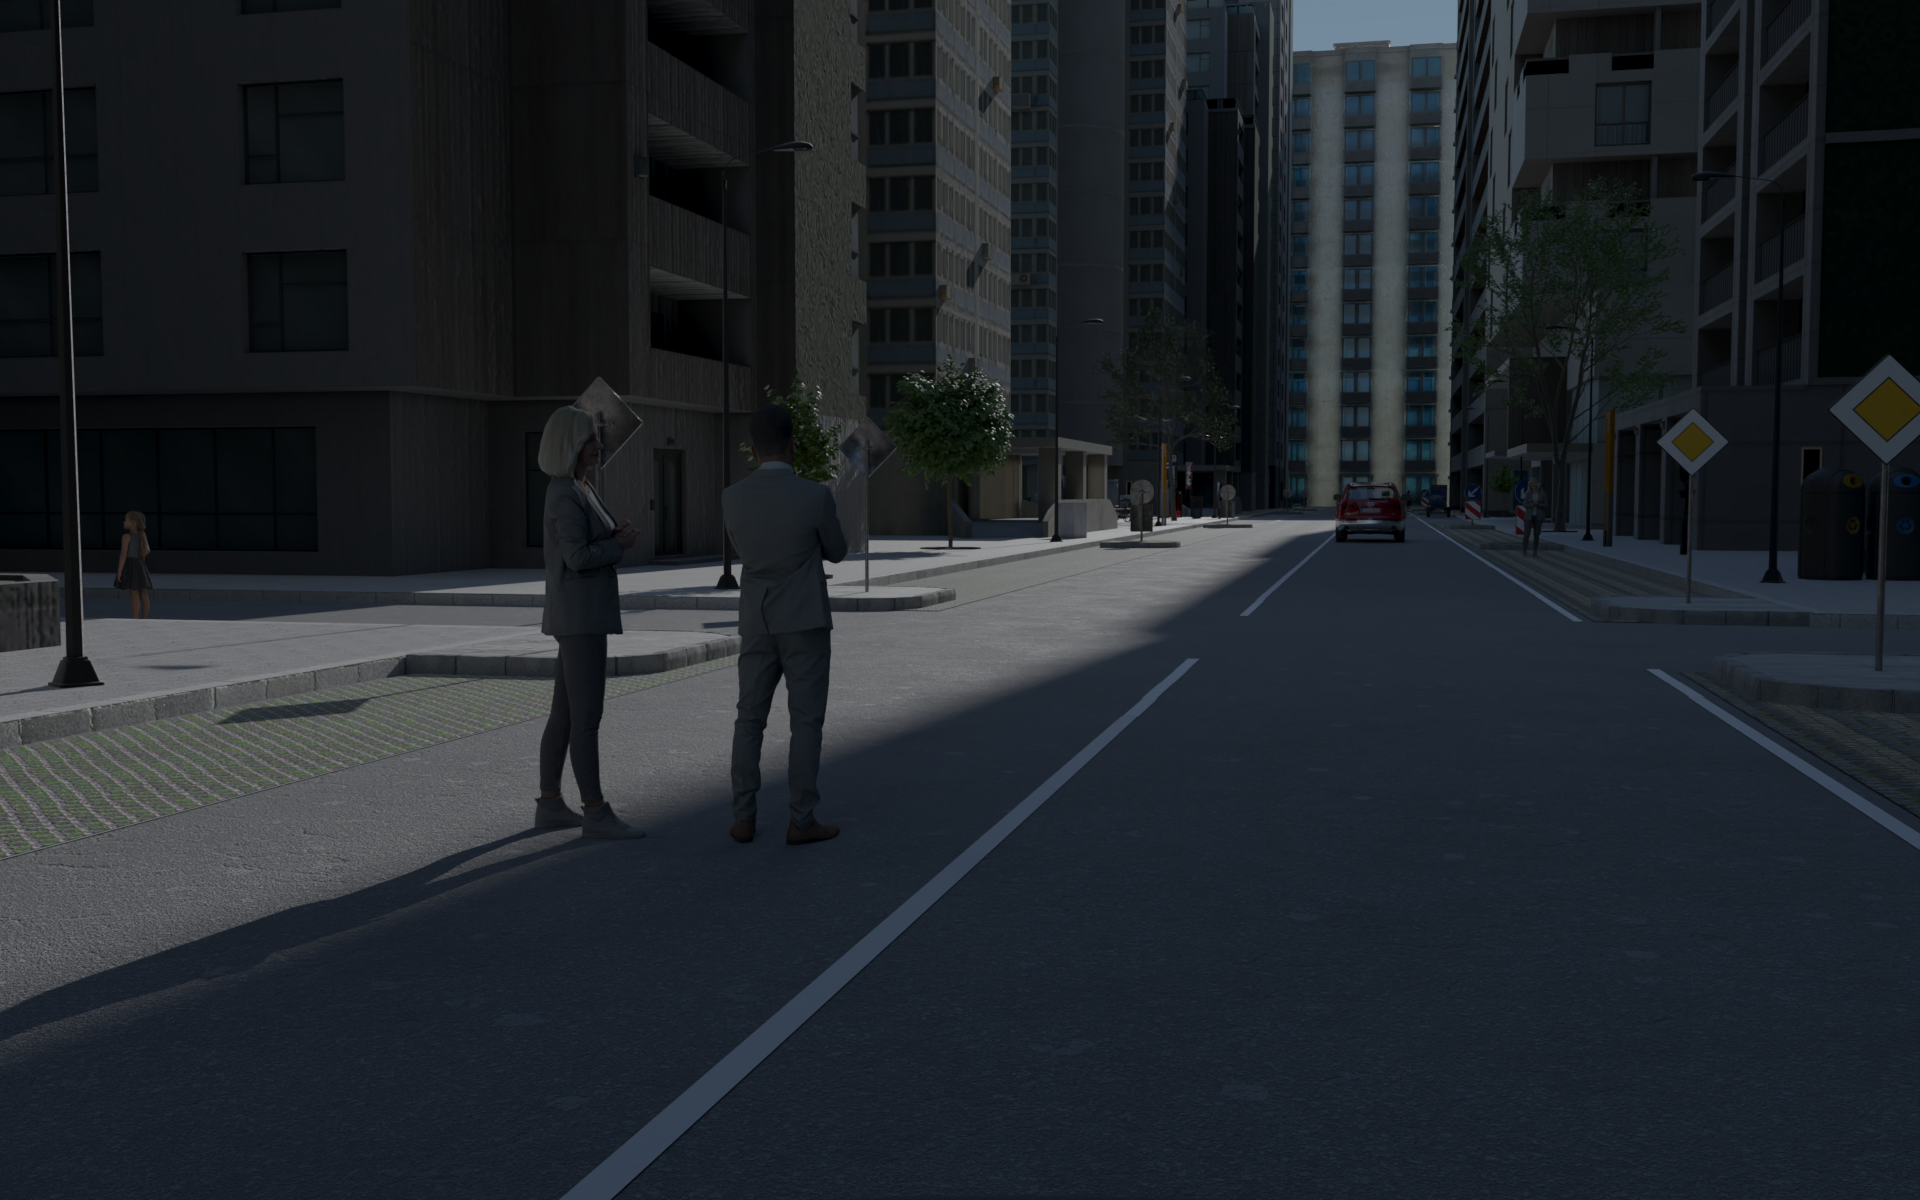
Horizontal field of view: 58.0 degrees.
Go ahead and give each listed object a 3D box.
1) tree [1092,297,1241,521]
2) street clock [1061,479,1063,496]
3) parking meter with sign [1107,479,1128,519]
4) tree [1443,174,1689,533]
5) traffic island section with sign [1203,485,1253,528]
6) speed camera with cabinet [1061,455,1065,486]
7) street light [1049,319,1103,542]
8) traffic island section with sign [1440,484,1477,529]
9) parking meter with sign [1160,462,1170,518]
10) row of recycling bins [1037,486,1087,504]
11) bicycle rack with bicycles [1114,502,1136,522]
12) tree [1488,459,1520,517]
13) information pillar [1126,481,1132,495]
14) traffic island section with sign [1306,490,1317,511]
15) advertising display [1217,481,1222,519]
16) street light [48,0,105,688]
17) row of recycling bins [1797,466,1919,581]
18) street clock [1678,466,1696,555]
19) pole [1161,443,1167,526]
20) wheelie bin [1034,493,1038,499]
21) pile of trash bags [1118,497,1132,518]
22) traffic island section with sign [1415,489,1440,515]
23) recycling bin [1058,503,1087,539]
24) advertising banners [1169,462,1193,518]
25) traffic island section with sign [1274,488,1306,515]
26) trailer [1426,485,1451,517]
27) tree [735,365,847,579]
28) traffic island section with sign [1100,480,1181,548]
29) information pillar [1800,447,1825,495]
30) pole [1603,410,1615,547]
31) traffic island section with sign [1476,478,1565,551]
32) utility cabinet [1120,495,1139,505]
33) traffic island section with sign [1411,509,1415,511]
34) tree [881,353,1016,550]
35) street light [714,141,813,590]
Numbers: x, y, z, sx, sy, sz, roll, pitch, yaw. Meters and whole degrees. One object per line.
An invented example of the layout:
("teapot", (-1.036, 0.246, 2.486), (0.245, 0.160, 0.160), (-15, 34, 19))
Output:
("tree", (9.891, -9.048, 82.349), (7.601, 10.594, 8.767), (1, 4, 19))
("street clock", (4.646, -4.695, 81.331), (0.358, 2.002, 0.471), (2, 4, 24))
("parking meter with sign", (7.893, -5.751, 90.288), (1.738, 3.016, 0.543), (1, 4, 19))
("tree", (20.094, -8.074, 57.768), (9.928, 11.665, 9.643), (0, 3, 0))
("traffic island section with sign", (11.367, -3.955, 73.289), (1.989, 1.847, 2.006), (1, 4, 14))
("speed camera with cabinet", (5.837, -5.697, 87.489), (2.038, 3.252, 0.660), (1, 4, 18))
("street light", (3.110, -4.505, 46.201), (1.470, 5.913, 1.316), (1, 4, 14))
("traffic island section with sign", (20.849, -3.810, 70.927), (1.989, 1.847, 2.006), (1, 4, 14))
("parking meter with sign", (11.002, -5.934, 93.276), (0.543, 3.016, 1.738), (1, 4, 19))
("row of recycling bins", (5.465, -4.769, 85.085), (3.534, 1.692, 1.069), (1, 4, 21))
("bicycle rack with bicycles", (7.123, -4.014, 79.014), (2.925, 0.926, 2.852), (-3, 4, -36))
("tree", (29.967, -6.165, 95.405), (1.663, 3.219, 1.824), (0, 3, 0))
("information pillar", (9.516, -5.693, 97.570), (0.304, 2.012, 0.304), (0, 4, 4))
("traffic island section with sign", (29.675, -8.570, 148.747), (1.989, 1.847, 2.006), (1, 4, 14))
("advertising display", (13.293, -5.108, 88.729), (0.123, 1.923, 0.974), (0, 4, 2))
("street light", (-5.405, -2.371, 11.309), (1.470, 5.913, 1.316), (1, 4, 14))
("row of recycling bins", (14.401, -1.140, 25.756), (3.534, 1.692, 1.069), (1, 4, 13))
("street clock", (15.308, -1.953, 36.495), (0.358, 2.002, 0.471), (1, 4, 12))
("pole", (8.229, -4.647, 69.827), (0.158, 3.312, 0.155), (0, 3, 0))
("wheelie bin", (3.725, -4.149, 75.749), (0.980, 1.594, 0.693), (0, 4, 5))
("pile of trash bags", (8.300, -5.131, 93.645), (1.912, 1.369, 3.447), (1, 4, 22))
("traffic island section with sign", (32.573, -6.764, 119.223), (1.989, 1.847, 2.006), (1, 4, 14))
("recycling bin", (3.225, -2.316, 50.423), (0.722, 1.027, 0.722), (2, 4, 34))
("advertising banners", (11.924, -6.019, 94.595), (0.090, 3.025, 2.074), (-3, 5, -43))
("traffic island section with sign", (23.083, -6.909, 121.590), (1.989, 1.847, 2.006), (1, 4, 14))
("trailer", (29.863, -6.180, 108.088), (1.471, 1.999, 3.904), (1, 4, 15))
("tree", (-2.571, -1.932, 26.184), (1.663, 3.219, 1.824), (0, 3, 0))
("traffic island section with sign", (4.889, -2.319, 46.537), (1.989, 1.847, 2.006), (1, 4, 14))
("information pillar", (13.325, -1.384, 27.118), (0.304, 2.012, 0.304), (2, 4, 31))
("pole", (15.776, -2.951, 42.093), (0.158, 3.312, 0.155), (0, 3, 0))
("traffic island section with sign", (14.499, -2.208, 44.727), (1.989, 1.847, 2.006), (1, 4, 14))
("utility cabinet", (9.428, -5.215, 96.435), (1.020, 1.237, 0.306), (2, 4, 27))
("traffic island section with sign", (38.987, -8.384, 145.701), (1.989, 1.847, 2.006), (1, 4, 14))
("tree", (-0.221, -3.477, 40.564), (4.285, 4.588, 4.351), (0, 3, 0))
("street light", (-2.617, -3.092, 23.101), (1.470, 5.913, 1.316), (1, 4, 14))
